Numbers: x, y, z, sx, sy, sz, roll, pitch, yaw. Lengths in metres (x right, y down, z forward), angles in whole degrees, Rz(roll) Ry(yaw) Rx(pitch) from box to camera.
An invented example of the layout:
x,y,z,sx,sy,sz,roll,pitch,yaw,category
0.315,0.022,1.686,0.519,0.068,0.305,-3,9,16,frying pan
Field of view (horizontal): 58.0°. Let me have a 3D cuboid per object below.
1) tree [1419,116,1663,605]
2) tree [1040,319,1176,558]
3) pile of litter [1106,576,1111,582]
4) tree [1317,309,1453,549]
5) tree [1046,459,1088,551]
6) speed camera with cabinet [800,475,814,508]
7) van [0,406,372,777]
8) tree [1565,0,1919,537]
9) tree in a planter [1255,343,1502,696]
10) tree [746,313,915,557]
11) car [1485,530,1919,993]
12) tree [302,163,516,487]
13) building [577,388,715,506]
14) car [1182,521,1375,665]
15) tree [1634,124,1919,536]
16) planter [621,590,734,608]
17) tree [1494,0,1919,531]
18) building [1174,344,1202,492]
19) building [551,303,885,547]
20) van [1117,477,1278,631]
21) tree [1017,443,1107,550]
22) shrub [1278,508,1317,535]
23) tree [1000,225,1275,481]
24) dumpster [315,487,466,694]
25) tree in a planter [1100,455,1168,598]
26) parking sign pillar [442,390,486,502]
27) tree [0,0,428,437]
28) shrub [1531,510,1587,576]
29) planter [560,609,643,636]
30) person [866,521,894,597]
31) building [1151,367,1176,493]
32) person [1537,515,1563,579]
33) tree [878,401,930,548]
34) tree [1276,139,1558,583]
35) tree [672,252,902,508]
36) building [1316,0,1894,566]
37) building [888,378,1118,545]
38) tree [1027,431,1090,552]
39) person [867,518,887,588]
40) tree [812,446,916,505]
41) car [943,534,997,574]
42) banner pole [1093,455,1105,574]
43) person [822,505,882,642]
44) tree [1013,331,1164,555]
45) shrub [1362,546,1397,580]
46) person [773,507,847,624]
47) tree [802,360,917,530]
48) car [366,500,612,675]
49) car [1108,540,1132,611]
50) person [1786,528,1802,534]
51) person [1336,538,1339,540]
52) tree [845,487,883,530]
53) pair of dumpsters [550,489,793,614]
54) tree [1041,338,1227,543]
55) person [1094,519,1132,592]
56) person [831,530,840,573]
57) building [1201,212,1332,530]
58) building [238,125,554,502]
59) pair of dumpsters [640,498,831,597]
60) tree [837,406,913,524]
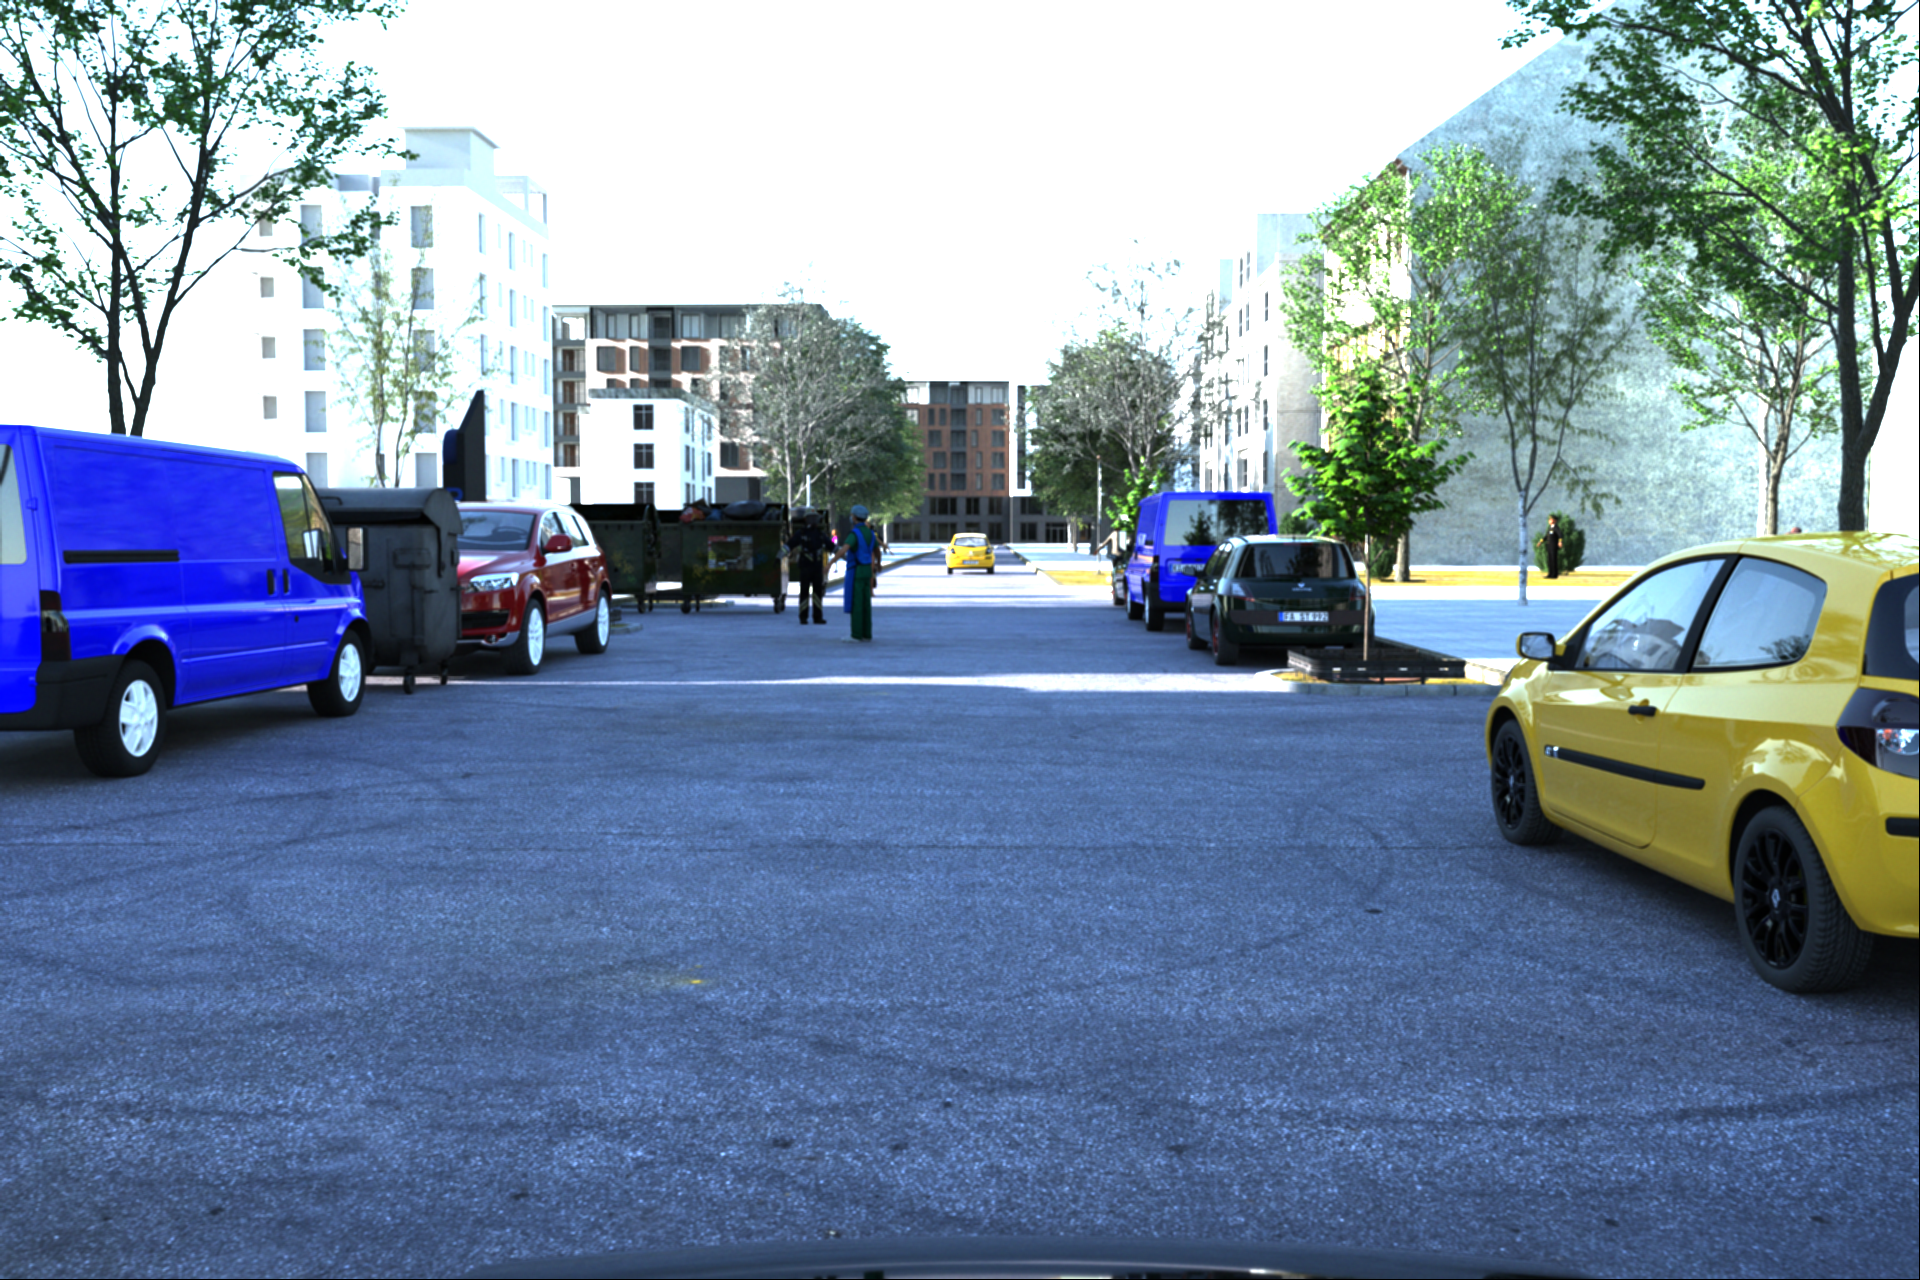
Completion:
x,y,z,sx,sy,sz,roll,pitch,yaw,category
10.222,-4.949,31.279,4.360,8.622,3.978,0,3,0,tree
7.795,-10.605,91.522,7.486,12.596,7.792,0,3,0,tree
4.435,-1.941,45.700,1.176,0.858,1.719,0,4,0,pile of litter
13.772,-6.537,57.243,4.737,8.622,4.395,0,3,0,tree
8.308,-11.128,132.307,4.737,8.622,4.395,0,3,0,tree
-5.198,-3.931,58.608,0.660,3.252,2.038,0,4,3,speed camera with cabinet
-5.745,-0.458,11.880,2.240,2.365,5.245,0,4,1,van
27.613,-12.469,59.754,12.611,20.169,13.585,0,3,0,tree
3.843,-1.164,16.260,1.991,3.239,1.994,0,3,0,tree in a planter
-7.270,-11.752,98.797,9.857,13.997,8.962,0,3,0,tree
3.387,0.207,6.841,2.015,1.641,3.980,0,4,0,car
-11.745,-5.178,35.030,4.360,8.622,3.978,0,3,0,tree
-20.487,-10.493,113.706,9.099,9.664,28.070,0,4,0,building
3.664,-0.643,20.298,2.009,1.686,4.222,0,4,1,car
21.017,-7.247,44.240,9.928,11.665,9.643,0,3,0,tree
-5.553,-0.813,34.436,1.991,0.319,1.994,0,4,1,planter
10.071,-5.700,18.956,9.928,11.665,9.643,0,3,0,tree
26.447,-19.276,171.585,16.016,20.090,11.380,0,4,1,building
-22.397,-19.938,169.958,27.936,21.610,32.646,0,4,1,building
3.710,-1.396,27.208,2.240,2.365,5.245,0,4,1,van
9.125,-12.633,140.964,8.767,10.594,7.601,-2,4,-31,tree
10.130,-2.979,52.744,1.661,2.075,1.752,0,3,0,shrub
7.180,-9.661,68.320,12.009,13.543,11.850,0,3,0,tree
-5.624,-0.472,15.940,1.865,1.857,1.264,0,4,2,dumpster
4.192,-2.576,39.347,1.991,3.239,1.994,0,4,1,tree in a planter
-9.094,-2.651,31.813,1.447,3.967,1.447,0,4,1,parking sign pillar
-11.499,-6.003,23.905,9.928,11.665,9.643,0,3,0,tree
18.547,-3.038,53.706,1.661,2.075,1.752,0,3,0,shrub
-5.754,-0.263,25.434,1.991,0.319,1.994,0,4,2,planter
-2.120,-1.853,39.560,1.217,1.733,0.721,-1,4,-11,person
25.611,-20.531,192.100,16.016,20.090,11.380,0,4,1,building
17.021,-2.683,49.798,0.705,1.837,1.347,-1,4,-9,person
-6.010,-13.985,146.783,7.486,12.596,7.792,0,3,0,tree
12.007,-7.354,45.991,9.928,11.665,9.643,0,3,0,tree
-7.196,-10.060,74.857,12.009,13.543,11.850,0,3,0,tree
27.372,-15.109,77.966,19.493,23.208,18.063,0,4,2,building
4.116,-24.007,238.937,32.646,21.610,27.936,0,4,-2,building
8.022,-11.562,123.447,7.601,10.594,8.767,-3,5,-42,tree
-2.413,-2.304,45.911,1.354,1.856,0.705,-3,5,-45,person
-7.169,-11.338,119.785,8.767,10.594,7.601,0,4,-2,tree
0.371,-3.229,63.021,2.015,1.641,3.980,0,4,0,car
4.421,-3.964,54.834,0.401,3.779,0.863,0,4,1,banner pole
-1.365,-0.885,23.050,0.704,1.817,1.347,2,4,29,person
8.246,-12.268,107.236,9.857,13.997,8.962,0,3,0,tree
11.763,-2.291,48.578,1.383,1.207,1.383,0,3,0,shrub
-2.366,-1.184,27.602,1.354,1.856,0.705,-2,4,-27,person
-6.491,-11.734,109.979,7.486,12.596,7.792,0,3,0,tree
-5.299,-0.651,19.310,2.281,1.827,5.304,0,4,1,car
3.920,-1.450,33.498,2.009,1.686,4.222,0,3,0,car
18.472,-1.808,38.837,0.697,1.427,0.421,2,4,32,person
15.806,-4.238,75.141,1.347,1.847,0.705,2,4,27,person
-6.203,-10.886,128.343,4.360,8.622,3.978,0,3,0,tree
-5.320,-1.631,31.624,4.436,2.255,1.574,0,4,1,pair of dumpsters
8.020,-8.964,80.967,8.767,10.594,7.601,-1,4,-11,tree
3.812,-2.024,41.678,1.348,1.813,0.705,3,5,41,person
-4.196,-2.939,57.320,0.599,1.433,0.991,0,4,-8,person
24.757,-14.518,103.819,16.747,18.905,31.486,0,4,1,building
-27.345,-13.777,81.682,16.016,20.090,11.380,0,4,0,building
-5.191,-2.124,39.671,4.436,2.255,1.574,0,4,1,pair of dumpsters
-7.278,-13.319,135.889,7.486,12.596,7.792,0,3,0,tree
